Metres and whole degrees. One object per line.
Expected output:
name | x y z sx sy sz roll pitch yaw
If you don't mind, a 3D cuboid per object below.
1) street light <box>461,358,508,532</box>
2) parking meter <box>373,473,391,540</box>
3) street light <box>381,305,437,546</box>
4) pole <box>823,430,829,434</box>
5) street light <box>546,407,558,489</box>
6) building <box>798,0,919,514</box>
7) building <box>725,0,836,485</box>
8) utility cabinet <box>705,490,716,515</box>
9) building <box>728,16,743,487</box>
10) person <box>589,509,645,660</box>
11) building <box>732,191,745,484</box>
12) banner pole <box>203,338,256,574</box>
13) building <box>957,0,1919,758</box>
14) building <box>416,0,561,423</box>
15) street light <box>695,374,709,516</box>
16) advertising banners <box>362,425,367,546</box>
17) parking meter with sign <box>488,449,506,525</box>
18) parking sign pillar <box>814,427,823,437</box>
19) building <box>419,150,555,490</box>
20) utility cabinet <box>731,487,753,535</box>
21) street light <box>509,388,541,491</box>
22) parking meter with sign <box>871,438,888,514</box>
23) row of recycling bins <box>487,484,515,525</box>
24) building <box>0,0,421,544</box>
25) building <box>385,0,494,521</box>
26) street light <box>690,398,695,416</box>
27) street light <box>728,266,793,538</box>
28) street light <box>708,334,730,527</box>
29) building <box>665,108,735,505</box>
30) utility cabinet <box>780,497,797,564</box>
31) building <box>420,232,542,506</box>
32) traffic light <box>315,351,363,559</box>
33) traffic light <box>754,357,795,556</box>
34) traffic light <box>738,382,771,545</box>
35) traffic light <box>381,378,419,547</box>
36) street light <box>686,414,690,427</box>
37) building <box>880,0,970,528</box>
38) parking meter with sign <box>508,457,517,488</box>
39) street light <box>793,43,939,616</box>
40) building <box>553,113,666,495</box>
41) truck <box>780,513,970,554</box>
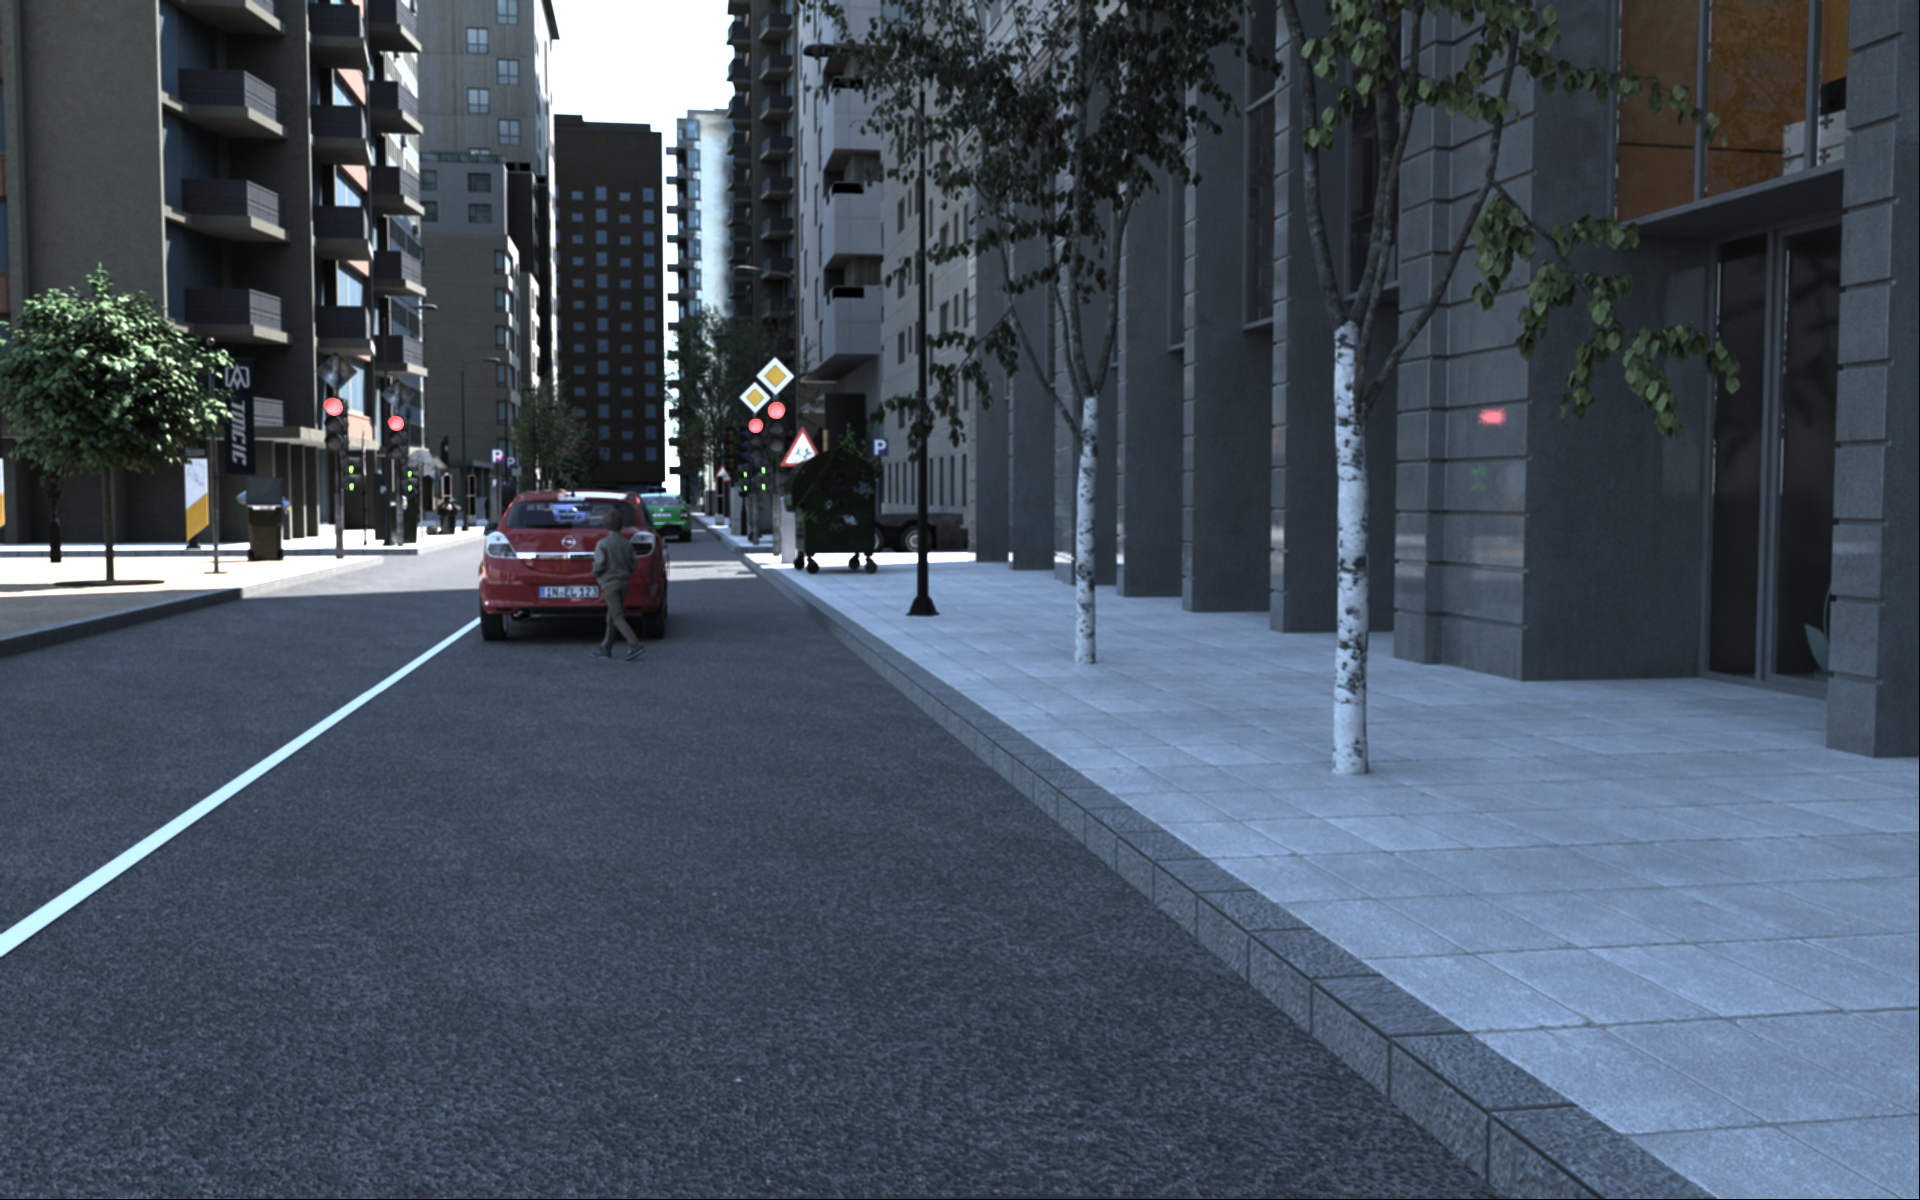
street light | -16.448 -5.310 59.364 1.470 5.913 1.316 -1 4 -10
parking meter | -16.034 -2.591 48.067 0.399 1.863 0.255 -3 5 -43
street light | -13.523 -4.282 42.556 1.470 5.913 1.316 -1 4 -10
pole | -4.240 -3.738 54.956 0.158 3.312 0.155 0 3 0
street light | -22.145 -7.334 92.458 1.470 5.913 1.316 -1 4 -10
building | 4.844 -31.401 102.648 28.713 52.752 27.495 -1 4 -10
building | -7.747 -29.816 142.115 22.147 44.769 28.867 -1 4 -10
utility cabinet | -14.887 -5.783 103.227 0.318 1.500 1.173 1 4 13
building | -15.009 -45.394 180.439 20.563 71.187 20.611 -1 4 -10
person | -2.993 -0.135 14.972 0.640 1.303 0.475 2 4 25
building | -14.433 -23.979 163.756 14.160 30.474 14.107 -1 4 -10
banner pole | -11.794 -2.320 27.941 0.863 3.779 0.401 -2 4 -29
building | 7.937 -14.768 18.947 11.434 29.767 29.804 -1 4 -10
building | -53.796 -35.524 170.058 27.495 52.752 28.713 -1 4 -10
street light | -9.395 -5.793 67.256 1.470 5.913 1.316 -1 4 -10
advertising banners | -14.868 -2.877 43.226 0.090 3.025 2.074 -1 4 -18
parking meter with sign | -18.157 -4.368 67.672 0.543 3.016 1.738 -1 4 -21
parking sign pillar | -5.758 -5.007 70.337 1.447 3.967 1.447 -2 4 -27
building | -42.825 -23.111 149.559 14.160 30.474 14.107 -1 4 -10
utility cabinet | -6.578 -2.784 54.193 1.173 1.500 0.318 -2 4 -31
street light | -19.319 -6.322 75.913 1.470 5.913 1.316 -1 4 -10
parking meter with sign | -2.827 -3.599 55.111 0.543 3.016 1.738 -1 4 -22
row of recycling bins | -19.244 -4.004 72.574 1.069 1.692 3.534 -1 4 -10
building | -29.785 -24.508 55.333 22.147 44.769 28.867 -1 4 -10
building | -41.196 -24.251 88.390 32.217 40.220 23.993 -1 4 -10
street light | -12.180 -6.805 83.808 1.470 5.913 1.316 -1 4 -10
street light | -3.918 -3.852 35.528 1.470 5.913 1.316 -1 4 -10
street light | -6.497 -4.773 50.577 1.470 5.913 1.316 -1 4 -10
building | -21.149 -36.476 215.983 30.456 49.044 23.786 -1 4 -10
utility cabinet | -3.163 -1.281 32.101 0.306 1.237 1.020 0 4 -5
building | -46.110 -17.276 127.499 27.650 21.520 28.899 -1 4 -10
traffic light | -12.238 -2.764 34.112 0.839 4.253 0.868 -1 4 -10
traffic light | -3.802 -2.853 35.566 0.839 4.253 0.868 -1 4 -10
traffic light | -5.148 -3.334 43.437 0.839 4.253 0.868 -1 4 -10
traffic light | -13.584 -3.245 41.983 0.839 4.253 0.868 -1 4 -10
street light | -15.100 -7.848 100.848 1.470 5.913 1.316 -1 4 -10
building | 13.256 -13.228 61.319 28.899 21.520 27.650 -1 4 -10
parking meter with sign | -20.848 -5.108 79.769 0.543 3.016 1.738 0 4 -3
street light | -0.929 -2.787 18.113 1.470 5.913 1.316 -1 4 -10
building | -42.685 -34.115 207.885 14.200 45.320 14.600 -1 4 -10
truck | 5.217 -3.105 40.529 18.799 4.110 2.967 -1 4 -9
